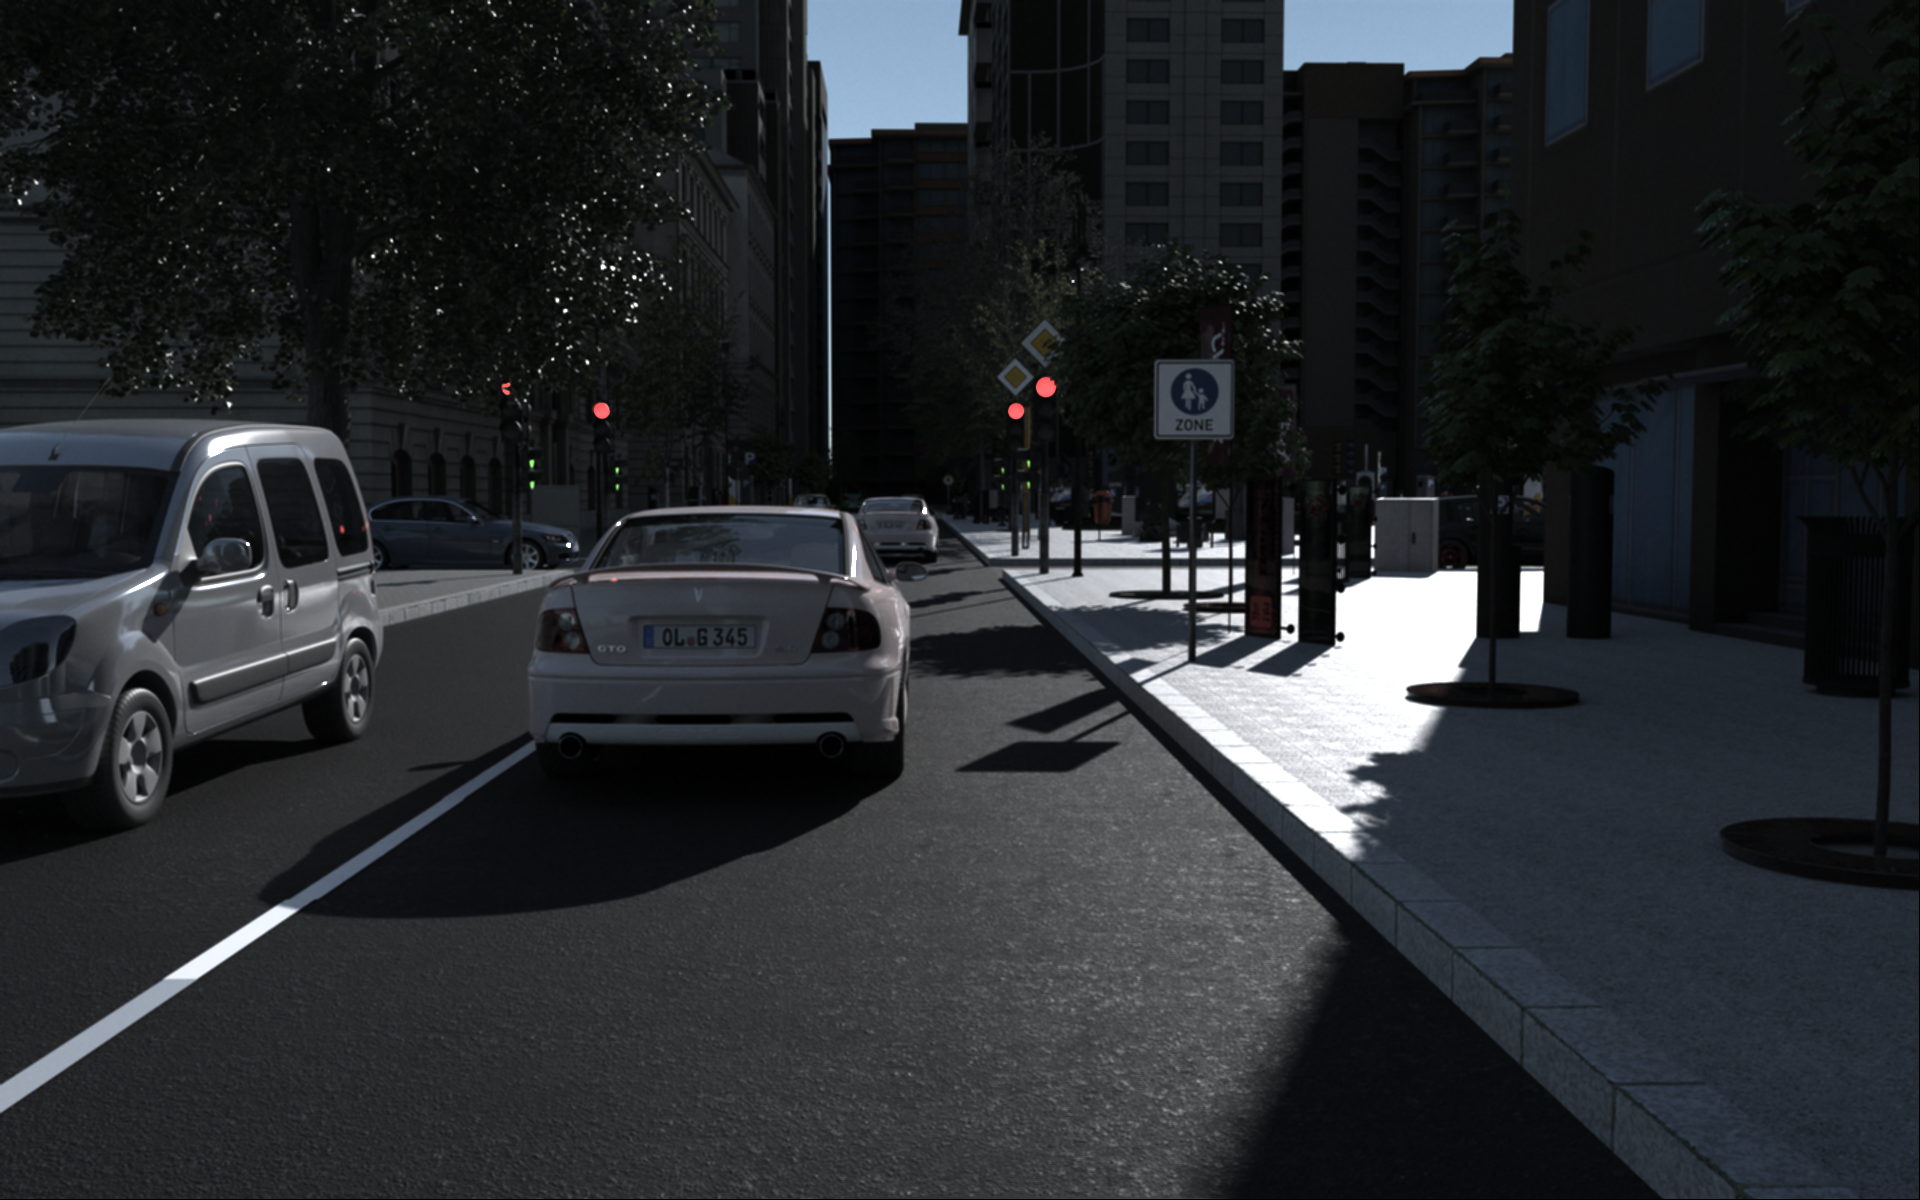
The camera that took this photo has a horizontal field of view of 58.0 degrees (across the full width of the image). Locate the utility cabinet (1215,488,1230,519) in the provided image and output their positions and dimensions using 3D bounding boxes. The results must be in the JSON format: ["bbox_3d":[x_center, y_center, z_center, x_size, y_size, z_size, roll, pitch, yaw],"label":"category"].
[{"bbox_3d":[10.280,-3.653,68.409,1.173,1.500,0.318,3,4,36],"label":"utility cabinet"}]

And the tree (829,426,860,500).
[{"bbox_3d":[-12.902,-14.542,188.127,4.360,8.622,3.978,0,3,0],"label":"tree"}]

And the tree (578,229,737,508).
[{"bbox_3d":[-8.302,-5.934,47.383,4.737,8.622,4.395,0,3,0],"label":"tree"}]

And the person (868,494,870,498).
[{"bbox_3d":[-9.353,-10.112,177.087,0.557,1.426,1.065,2,4,23],"label":"person"}]

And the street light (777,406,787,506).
[{"bbox_3d":[-9.176,-7.130,89.369,0.468,5.910,1.993,0,4,-2],"label":"street light"}]

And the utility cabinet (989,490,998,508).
[{"bbox_3d":[1.655,-5.820,103.834,1.173,1.500,0.318,0,4,-7],"label":"utility cabinet"}]

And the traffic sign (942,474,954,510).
[{"bbox_3d":[-0.752,-6.803,111.327,0.768,2.556,0.104,0,4,4],"label":"traffic sign"}]

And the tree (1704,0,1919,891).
[{"bbox_3d":[3.369,-0.695,5.959,1.663,3.219,1.824,0,3,0],"label":"tree"}]

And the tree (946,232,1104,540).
[{"bbox_3d":[2.050,-5.997,48.416,4.360,8.622,3.978,0,3,0],"label":"tree"}]

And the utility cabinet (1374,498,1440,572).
[{"bbox_3d":[7.419,-1.079,28.801,1.020,1.237,0.306,3,4,39],"label":"utility cabinet"}]

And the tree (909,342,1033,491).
[{"bbox_3d":[0.717,-9.771,94.170,8.767,10.594,7.601,2,4,35],"label":"tree"}]

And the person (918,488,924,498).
[{"bbox_3d":[-2.632,-6.377,112.784,0.705,1.822,1.348,2,4,31],"label":"person"}]

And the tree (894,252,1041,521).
[{"bbox_3d":[0.621,-9.947,80.759,7.486,12.596,7.792,0,3,0],"label":"tree"}]

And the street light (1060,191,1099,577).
[{"bbox_3d":[1.834,-3.306,26.841,0.468,5.910,1.993,0,4,-2],"label":"street light"}]

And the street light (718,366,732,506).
[{"bbox_3d":[-8.433,-5.493,62.602,0.468,5.910,1.993,0,4,-2],"label":"street light"}]

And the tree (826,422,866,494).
[{"bbox_3d":[-11.585,-13.800,175.997,4.737,8.622,4.395,0,3,0],"label":"tree"}]

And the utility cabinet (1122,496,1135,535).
[{"bbox_3d":[5.651,-2.676,54.911,1.020,1.237,0.306,1,4,23],"label":"utility cabinet"}]

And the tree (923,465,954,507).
[{"bbox_3d":[-2.040,-11.674,174.578,4.285,4.588,4.351,0,3,0],"label":"tree"}]

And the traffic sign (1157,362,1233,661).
[{"bbox_3d":[1.781,-0.679,13.238,0.606,2.300,0.079,0,4,2],"label":"traffic sign"}]

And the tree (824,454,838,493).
[{"bbox_3d":[-10.012,-8.336,120.001,4.285,4.588,4.351,0,3,0],"label":"tree"}]

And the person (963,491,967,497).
[{"bbox_3d":[0.635,-11.154,190.865,0.705,1.824,1.348,3,5,44],"label":"person"}]

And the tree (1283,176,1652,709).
[{"bbox_3d":[3.254,-0.981,10.643,1.663,3.219,1.824,0,3,0],"label":"tree"}]

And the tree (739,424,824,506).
[{"bbox_3d":[-9.217,-5.985,81.564,4.285,4.588,4.351,0,3,0],"label":"tree"}]

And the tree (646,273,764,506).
[{"bbox_3d":[-8.760,-6.614,58.504,4.360,8.622,3.978,0,3,0],"label":"tree"}]

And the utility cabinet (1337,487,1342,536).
[{"bbox_3d":[10.995,-2.620,51.513,0.318,1.500,1.173,-1,4,-10],"label":"utility cabinet"}]

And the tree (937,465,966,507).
[{"bbox_3d":[-0.239,-7.389,115.415,1.663,3.219,1.824,0,3,0],"label":"tree"}]

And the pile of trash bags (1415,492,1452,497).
[{"bbox_3d":[20.052,-3.966,74.590,3.447,1.369,1.912,-3,4,-38],"label":"pile of trash bags"}]

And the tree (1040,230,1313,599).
[{"bbox_3d":[2.674,-2.323,21.688,4.285,4.588,4.351,0,3,0],"label":"tree"}]

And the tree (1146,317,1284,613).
[{"bbox_3d":[3.029,-1.491,18.987,1.663,3.219,1.824,0,3,0],"label":"tree"}]

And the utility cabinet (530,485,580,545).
[{"bbox_3d":[-10.116,-2.113,43.224,1.173,1.500,0.318,-1,4,-22],"label":"utility cabinet"}]

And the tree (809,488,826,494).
[{"bbox_3d":[-10.805,-8.366,131.377,1.663,3.219,1.824,0,3,0],"label":"tree"}]

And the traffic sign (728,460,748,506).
[{"bbox_3d":[-8.215,-3.900,63.867,0.768,2.556,0.104,0,4,1],"label":"traffic sign"}]

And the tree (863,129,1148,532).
[{"bbox_3d":[1.876,-9.072,58.698,12.009,13.543,11.850,0,3,0],"label":"tree"}]

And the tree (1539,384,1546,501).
[{"bbox_3d":[24.890,-7.538,73.613,4.360,8.622,3.978,0,3,0],"label":"tree"}]

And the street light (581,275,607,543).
[{"bbox_3d":[-7.686,-3.913,36.758,0.468,5.910,1.993,0,4,-2],"label":"street light"}]

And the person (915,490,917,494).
[{"bbox_3d":[-4.491,-10.415,178.802,0.705,1.822,1.348,-1,4,-19],"label":"person"}]

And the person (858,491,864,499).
[{"bbox_3d":[-8.756,-8.617,150.120,1.217,1.736,0.721,3,5,40],"label":"person"}]

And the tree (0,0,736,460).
[{"bbox_3d":[-7.226,-6.925,19.885,9.857,13.997,8.962,0,3,0],"label":"tree"}]

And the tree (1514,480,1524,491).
[{"bbox_3d":[30.956,-6.989,97.984,4.285,4.588,4.351,0,3,0],"label":"tree"}]

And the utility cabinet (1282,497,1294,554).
[{"bbox_3d":[6.907,-1.616,37.583,0.306,1.237,1.020,-1,4,-16],"label":"utility cabinet"}]

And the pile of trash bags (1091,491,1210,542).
[{"bbox_3d":[5.236,-2.310,47.518,3.447,1.369,1.912,2,4,24],"label":"pile of trash bags"}]
